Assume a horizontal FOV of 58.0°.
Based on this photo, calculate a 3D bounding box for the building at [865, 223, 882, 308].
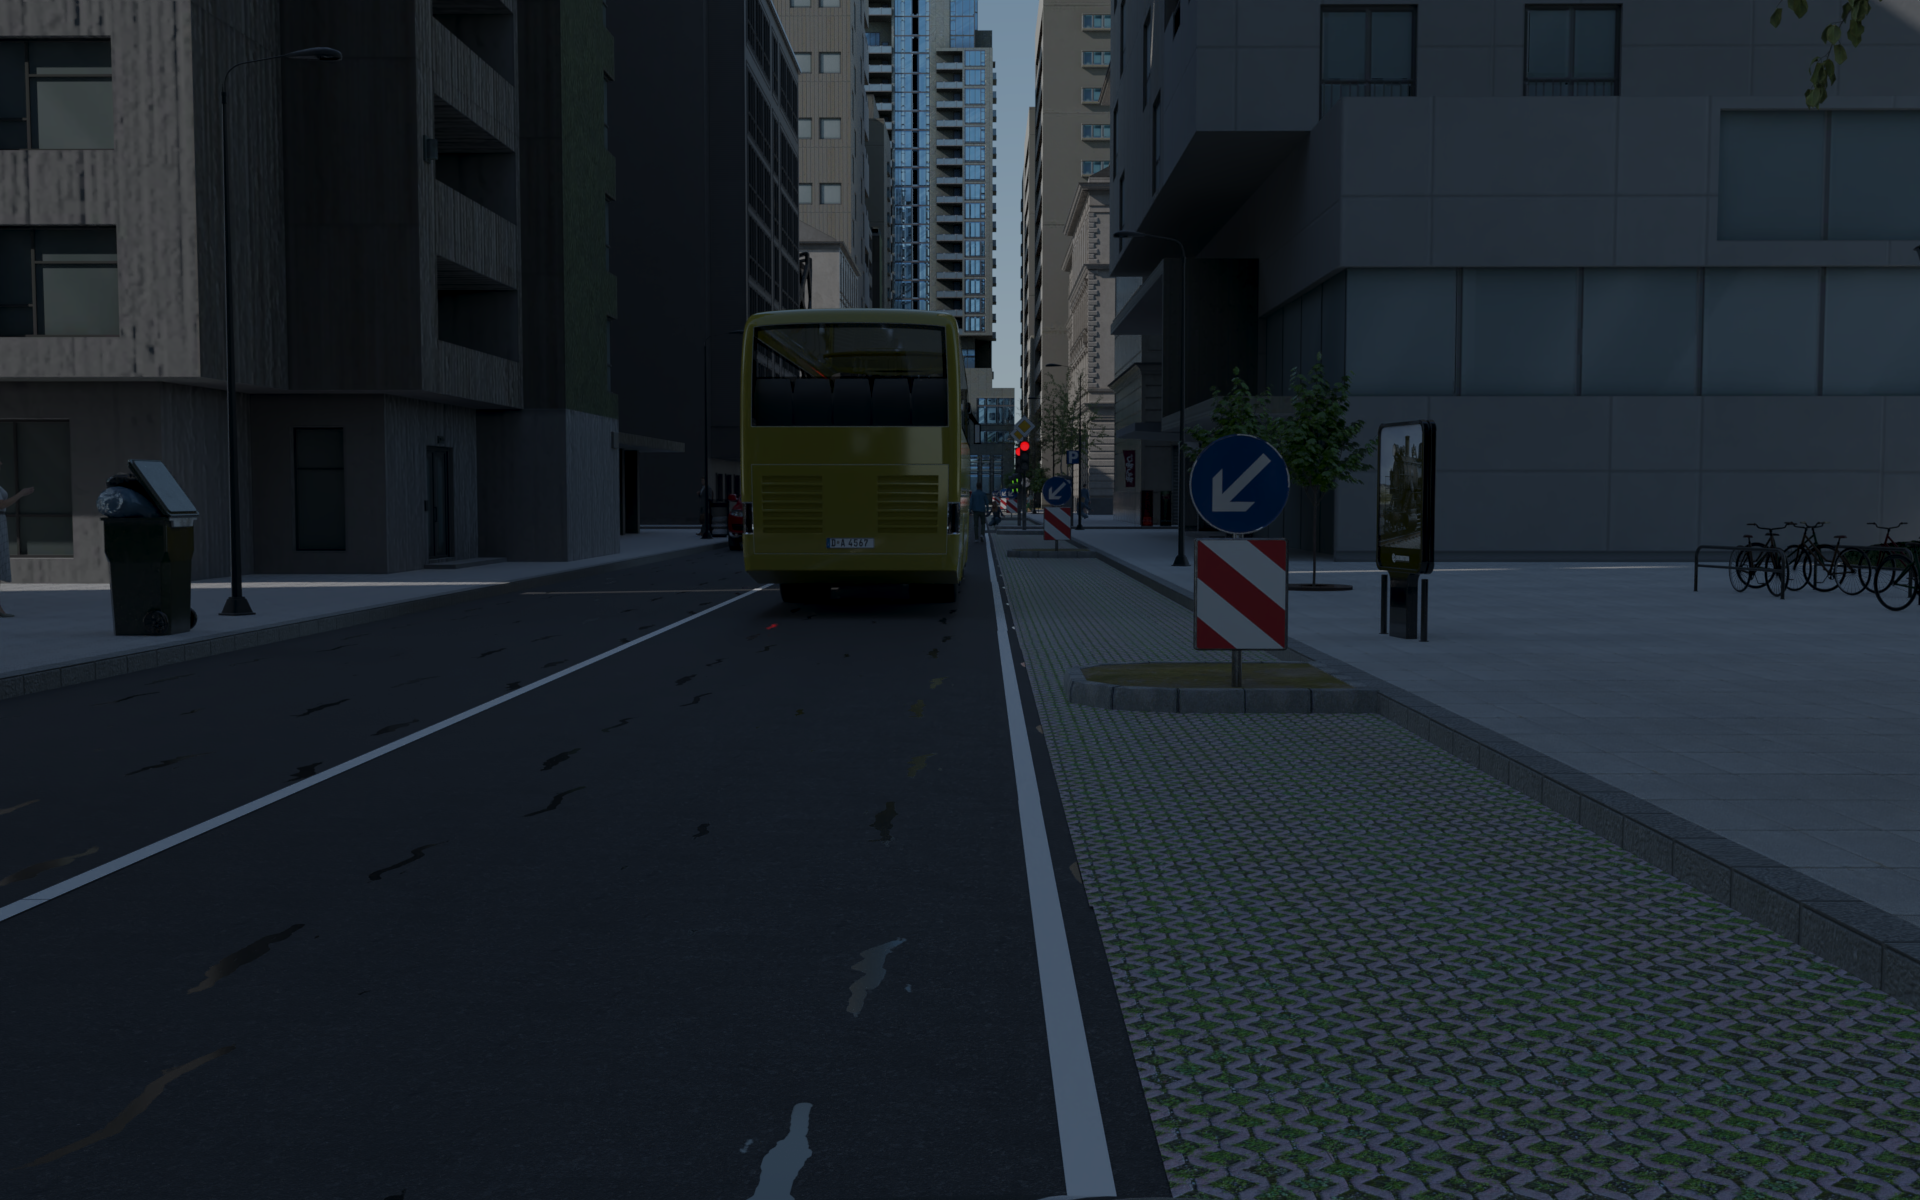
[{"bbox_3d":[-15.438,-24.953,179.688,14.160,30.474,14.107,0,4,1],"label":"building"}]

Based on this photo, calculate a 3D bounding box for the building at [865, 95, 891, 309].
[{"bbox_3d":[-19.308,-35.715,207.634,21.600,48.544,21.300,0,4,1],"label":"building"}]

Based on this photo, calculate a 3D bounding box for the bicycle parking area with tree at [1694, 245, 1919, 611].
[{"bbox_3d":[13.681,-2.050,20.516,8.231,4.147,9.016,0,4,3],"label":"bicycle parking area with tree"}]

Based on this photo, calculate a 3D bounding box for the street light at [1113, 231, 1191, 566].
[{"bbox_3d":[3.400,-3.556,30.688,1.470,5.913,1.316,0,4,1],"label":"street light"}]

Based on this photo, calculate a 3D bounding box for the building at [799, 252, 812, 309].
[{"bbox_3d":[-17.489,-14.519,104.834,16.820,18.784,16.811,0,4,1],"label":"building"}]

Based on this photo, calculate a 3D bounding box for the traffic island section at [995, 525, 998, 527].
[{"bbox_3d":[2.409,-2.909,69.847,2.009,0.180,2.903,0,4,1],"label":"traffic island section"}]

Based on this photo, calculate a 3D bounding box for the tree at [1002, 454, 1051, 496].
[{"bbox_3d":[5.363,-9.299,135.745,4.285,4.588,4.351,0,3,0],"label":"tree"}]

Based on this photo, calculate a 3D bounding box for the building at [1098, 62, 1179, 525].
[{"bbox_3d":[21.763,-14.968,78.011,30.059,22.955,16.112,0,4,1],"label":"building"}]

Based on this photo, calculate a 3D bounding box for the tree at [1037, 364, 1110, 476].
[{"bbox_3d":[6.187,-9.090,98.984,4.737,8.622,4.395,0,3,0],"label":"tree"}]

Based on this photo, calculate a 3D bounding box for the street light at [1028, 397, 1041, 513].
[{"bbox_3d":[3.936,-6.744,82.798,1.470,5.913,1.316,0,4,1],"label":"street light"}]

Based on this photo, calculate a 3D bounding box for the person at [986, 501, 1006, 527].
[{"bbox_3d":[1.544,-3.649,73.655,1.012,1.151,0.738,2,4,30],"label":"person"}]

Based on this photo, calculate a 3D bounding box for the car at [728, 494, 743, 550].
[{"bbox_3d":[-4.909,-2.273,45.839,2.281,1.827,5.304,0,4,-1],"label":"car"}]

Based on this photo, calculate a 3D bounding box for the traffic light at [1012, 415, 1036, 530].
[{"bbox_3d":[2.277,-4.454,61.749,0.839,4.253,0.868,0,4,1],"label":"traffic light"}]

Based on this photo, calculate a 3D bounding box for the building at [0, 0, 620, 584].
[{"bbox_3d":[-14.462,-15.787,29.822,14.160,30.474,14.107,0,4,1],"label":"building"}]

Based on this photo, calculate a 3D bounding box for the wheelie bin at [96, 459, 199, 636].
[{"bbox_3d":[-7.448,-0.487,15.865,0.693,1.594,0.980,0,4,0],"label":"wheelie bin"}]

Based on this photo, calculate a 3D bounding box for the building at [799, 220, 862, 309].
[{"bbox_3d":[-12.724,-17.043,127.803,9.793,20.994,18.267,0,4,1],"label":"building"}]

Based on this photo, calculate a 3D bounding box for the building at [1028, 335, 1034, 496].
[{"bbox_3d":[21.460,-20.671,183.014,27.650,21.520,28.899,0,4,1],"label":"building"}]

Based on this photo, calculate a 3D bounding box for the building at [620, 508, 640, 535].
[{"bbox_3d":[-23.895,-23.999,47.014,28.867,44.769,22.147,0,4,1],"label":"building"}]

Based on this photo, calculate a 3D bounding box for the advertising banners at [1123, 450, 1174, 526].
[{"bbox_3d":[7.455,-4.433,68.667,2.074,3.025,0.090,0,4,-5],"label":"advertising banners"}]

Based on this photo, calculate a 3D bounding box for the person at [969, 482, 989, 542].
[{"bbox_3d":[0.561,-2.590,51.197,0.601,1.785,0.444,0,4,1],"label":"person"}]

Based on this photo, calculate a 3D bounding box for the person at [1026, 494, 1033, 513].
[{"bbox_3d":[4.696,-6.587,117.992,0.590,1.304,0.306,1,4,11],"label":"person"}]

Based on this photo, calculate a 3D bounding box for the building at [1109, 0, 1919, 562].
[{"bbox_3d":[18.312,-27.854,44.647,28.713,52.752,27.495,0,4,1],"label":"building"}]

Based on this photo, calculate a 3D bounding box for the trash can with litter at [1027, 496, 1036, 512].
[{"bbox_3d":[4.986,-6.792,122.439,0.624,1.170,1.055,1,4,12],"label":"trash can with litter"}]

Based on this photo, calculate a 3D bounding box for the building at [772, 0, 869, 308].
[{"bbox_3d":[-22.378,-34.806,158.324,28.713,52.752,27.495,0,4,1],"label":"building"}]

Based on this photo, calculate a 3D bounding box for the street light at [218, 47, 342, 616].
[{"bbox_3d":[-7.131,-2.792,18.190,1.470,5.913,1.316,0,4,1],"label":"street light"}]

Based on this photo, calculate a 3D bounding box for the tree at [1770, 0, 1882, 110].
[{"bbox_3d":[4.067,-3.400,5.959,4.737,8.622,4.395,0,3,0],"label":"tree"}]

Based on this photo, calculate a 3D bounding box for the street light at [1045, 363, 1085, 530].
[{"bbox_3d":[3.736,-5.454,61.719,1.470,5.913,1.316,0,4,1],"label":"street light"}]

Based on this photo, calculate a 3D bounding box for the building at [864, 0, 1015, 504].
[{"bbox_3d":[-8.051,-56.701,239.734,31.000,86.520,22.319,0,4,1],"label":"building"}]

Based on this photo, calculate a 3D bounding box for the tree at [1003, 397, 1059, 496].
[{"bbox_3d":[5.313,-10.951,129.414,4.360,8.622,3.978,0,3,0],"label":"tree"}]

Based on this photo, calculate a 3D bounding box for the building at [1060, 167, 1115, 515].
[{"bbox_3d":[12.775,-17.501,115.014,11.050,23.489,19.941,0,4,1],"label":"building"}]

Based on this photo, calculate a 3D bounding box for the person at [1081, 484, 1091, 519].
[{"bbox_3d":[6.425,-5.102,89.484,0.581,1.822,0.654,2,4,25],"label":"person"}]

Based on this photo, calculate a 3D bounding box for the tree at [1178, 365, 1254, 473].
[{"bbox_3d":[4.081,-1.931,26.177,1.663,3.219,1.824,0,3,0],"label":"tree"}]

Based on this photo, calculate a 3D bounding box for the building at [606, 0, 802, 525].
[{"bbox_3d":[-15.813,-17.708,83.025,14.314,27.812,24.014,0,4,1],"label":"building"}]

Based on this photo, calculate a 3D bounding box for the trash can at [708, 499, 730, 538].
[{"bbox_3d":[-7.119,-2.420,51.219,0.748,1.137,0.748,0,3,0],"label":"trash can"}]

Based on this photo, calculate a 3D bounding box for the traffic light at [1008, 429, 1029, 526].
[{"bbox_3d":[2.370,-4.943,69.733,0.839,4.253,0.868,0,4,1],"label":"traffic light"}]

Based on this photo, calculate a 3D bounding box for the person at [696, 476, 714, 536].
[{"bbox_3d":[-7.757,-2.867,52.875,0.622,1.834,0.822,3,5,42],"label":"person"}]

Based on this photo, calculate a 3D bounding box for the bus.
[{"bbox_3d":[-1.156,-2.094,25.787,2.896,3.916,12.252,0,4,1],"label":"bus"}]

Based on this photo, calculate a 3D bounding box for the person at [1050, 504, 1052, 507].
[{"bbox_3d":[6.859,-7.596,130.260,0.654,1.822,0.581,-2,4,-27],"label":"person"}]

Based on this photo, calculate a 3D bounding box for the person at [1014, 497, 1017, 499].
[{"bbox_3d":[5.907,-10.745,181.862,1.348,1.807,0.705,3,5,45],"label":"person"}]

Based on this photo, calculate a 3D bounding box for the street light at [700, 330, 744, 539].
[{"bbox_3d":[-6.681,-4.690,49.220,1.470,5.913,1.316,0,4,1],"label":"street light"}]

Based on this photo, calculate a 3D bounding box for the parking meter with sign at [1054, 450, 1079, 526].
[{"bbox_3d":[4.250,-4.505,69.912,0.543,3.016,1.738,-1,4,-18],"label":"parking meter with sign"}]

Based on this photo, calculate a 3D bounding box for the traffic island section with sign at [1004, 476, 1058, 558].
[{"bbox_3d":[2.071,-1.886,39.466,1.989,1.847,2.006,0,4,1],"label":"traffic island section with sign"}]

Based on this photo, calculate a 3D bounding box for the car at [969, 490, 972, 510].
[{"bbox_3d":[0.343,-8.888,153.985,2.281,1.827,5.304,0,4,2],"label":"car"}]

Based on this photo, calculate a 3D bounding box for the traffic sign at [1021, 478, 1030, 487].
[{"bbox_3d":[4.975,-8.066,131.992,0.768,2.556,0.104,0,4,3],"label":"traffic sign"}]

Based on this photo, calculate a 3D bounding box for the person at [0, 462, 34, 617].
[{"bbox_3d":[-9.992,-0.701,18.067,0.480,1.755,0.524,3,5,41],"label":"person"}]

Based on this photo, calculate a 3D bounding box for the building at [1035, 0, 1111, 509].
[{"bbox_3d":[17.694,-32.539,155.717,21.300,48.544,21.600,0,4,1],"label":"building"}]

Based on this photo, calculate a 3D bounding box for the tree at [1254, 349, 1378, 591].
[{"bbox_3d":[4.908,-1.754,23.274,1.663,3.219,1.824,0,3,0],"label":"tree"}]

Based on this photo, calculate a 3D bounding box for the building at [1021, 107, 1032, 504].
[{"bbox_3d":[18.586,-35.702,207.426,21.300,48.544,21.600,0,4,1],"label":"building"}]

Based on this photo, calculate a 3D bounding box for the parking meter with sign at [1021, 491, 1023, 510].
[{"bbox_3d":[5.180,-8.991,143.267,0.543,3.016,1.738,0,4,6],"label":"parking meter with sign"}]

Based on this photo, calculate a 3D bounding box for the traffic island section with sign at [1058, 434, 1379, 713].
[{"bbox_3d":[1.747,-0.218,12.196,1.989,1.847,2.006,0,4,1],"label":"traffic island section with sign"}]

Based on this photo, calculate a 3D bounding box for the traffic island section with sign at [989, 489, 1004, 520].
[{"bbox_3d":[2.701,-5.249,94.444,1.989,1.847,2.006,0,4,1],"label":"traffic island section with sign"}]

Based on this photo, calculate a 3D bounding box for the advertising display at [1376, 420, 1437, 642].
[{"bbox_3d":[3.961,-0.624,15.424,0.123,1.923,0.974,-1,4,-10],"label":"advertising display"}]

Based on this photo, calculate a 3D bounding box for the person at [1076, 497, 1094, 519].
[{"bbox_3d":[6.187,-4.668,87.869,0.738,1.151,1.012,-3,5,-42],"label":"person"}]

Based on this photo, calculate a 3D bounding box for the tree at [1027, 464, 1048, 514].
[{"bbox_3d":[5.050,-7.128,111.151,1.663,3.219,1.824,0,3,0],"label":"tree"}]

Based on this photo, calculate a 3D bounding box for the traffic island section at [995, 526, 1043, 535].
[{"bbox_3d":[2.317,-2.421,61.862,2.009,0.180,2.903,0,4,1],"label":"traffic island section"}]
